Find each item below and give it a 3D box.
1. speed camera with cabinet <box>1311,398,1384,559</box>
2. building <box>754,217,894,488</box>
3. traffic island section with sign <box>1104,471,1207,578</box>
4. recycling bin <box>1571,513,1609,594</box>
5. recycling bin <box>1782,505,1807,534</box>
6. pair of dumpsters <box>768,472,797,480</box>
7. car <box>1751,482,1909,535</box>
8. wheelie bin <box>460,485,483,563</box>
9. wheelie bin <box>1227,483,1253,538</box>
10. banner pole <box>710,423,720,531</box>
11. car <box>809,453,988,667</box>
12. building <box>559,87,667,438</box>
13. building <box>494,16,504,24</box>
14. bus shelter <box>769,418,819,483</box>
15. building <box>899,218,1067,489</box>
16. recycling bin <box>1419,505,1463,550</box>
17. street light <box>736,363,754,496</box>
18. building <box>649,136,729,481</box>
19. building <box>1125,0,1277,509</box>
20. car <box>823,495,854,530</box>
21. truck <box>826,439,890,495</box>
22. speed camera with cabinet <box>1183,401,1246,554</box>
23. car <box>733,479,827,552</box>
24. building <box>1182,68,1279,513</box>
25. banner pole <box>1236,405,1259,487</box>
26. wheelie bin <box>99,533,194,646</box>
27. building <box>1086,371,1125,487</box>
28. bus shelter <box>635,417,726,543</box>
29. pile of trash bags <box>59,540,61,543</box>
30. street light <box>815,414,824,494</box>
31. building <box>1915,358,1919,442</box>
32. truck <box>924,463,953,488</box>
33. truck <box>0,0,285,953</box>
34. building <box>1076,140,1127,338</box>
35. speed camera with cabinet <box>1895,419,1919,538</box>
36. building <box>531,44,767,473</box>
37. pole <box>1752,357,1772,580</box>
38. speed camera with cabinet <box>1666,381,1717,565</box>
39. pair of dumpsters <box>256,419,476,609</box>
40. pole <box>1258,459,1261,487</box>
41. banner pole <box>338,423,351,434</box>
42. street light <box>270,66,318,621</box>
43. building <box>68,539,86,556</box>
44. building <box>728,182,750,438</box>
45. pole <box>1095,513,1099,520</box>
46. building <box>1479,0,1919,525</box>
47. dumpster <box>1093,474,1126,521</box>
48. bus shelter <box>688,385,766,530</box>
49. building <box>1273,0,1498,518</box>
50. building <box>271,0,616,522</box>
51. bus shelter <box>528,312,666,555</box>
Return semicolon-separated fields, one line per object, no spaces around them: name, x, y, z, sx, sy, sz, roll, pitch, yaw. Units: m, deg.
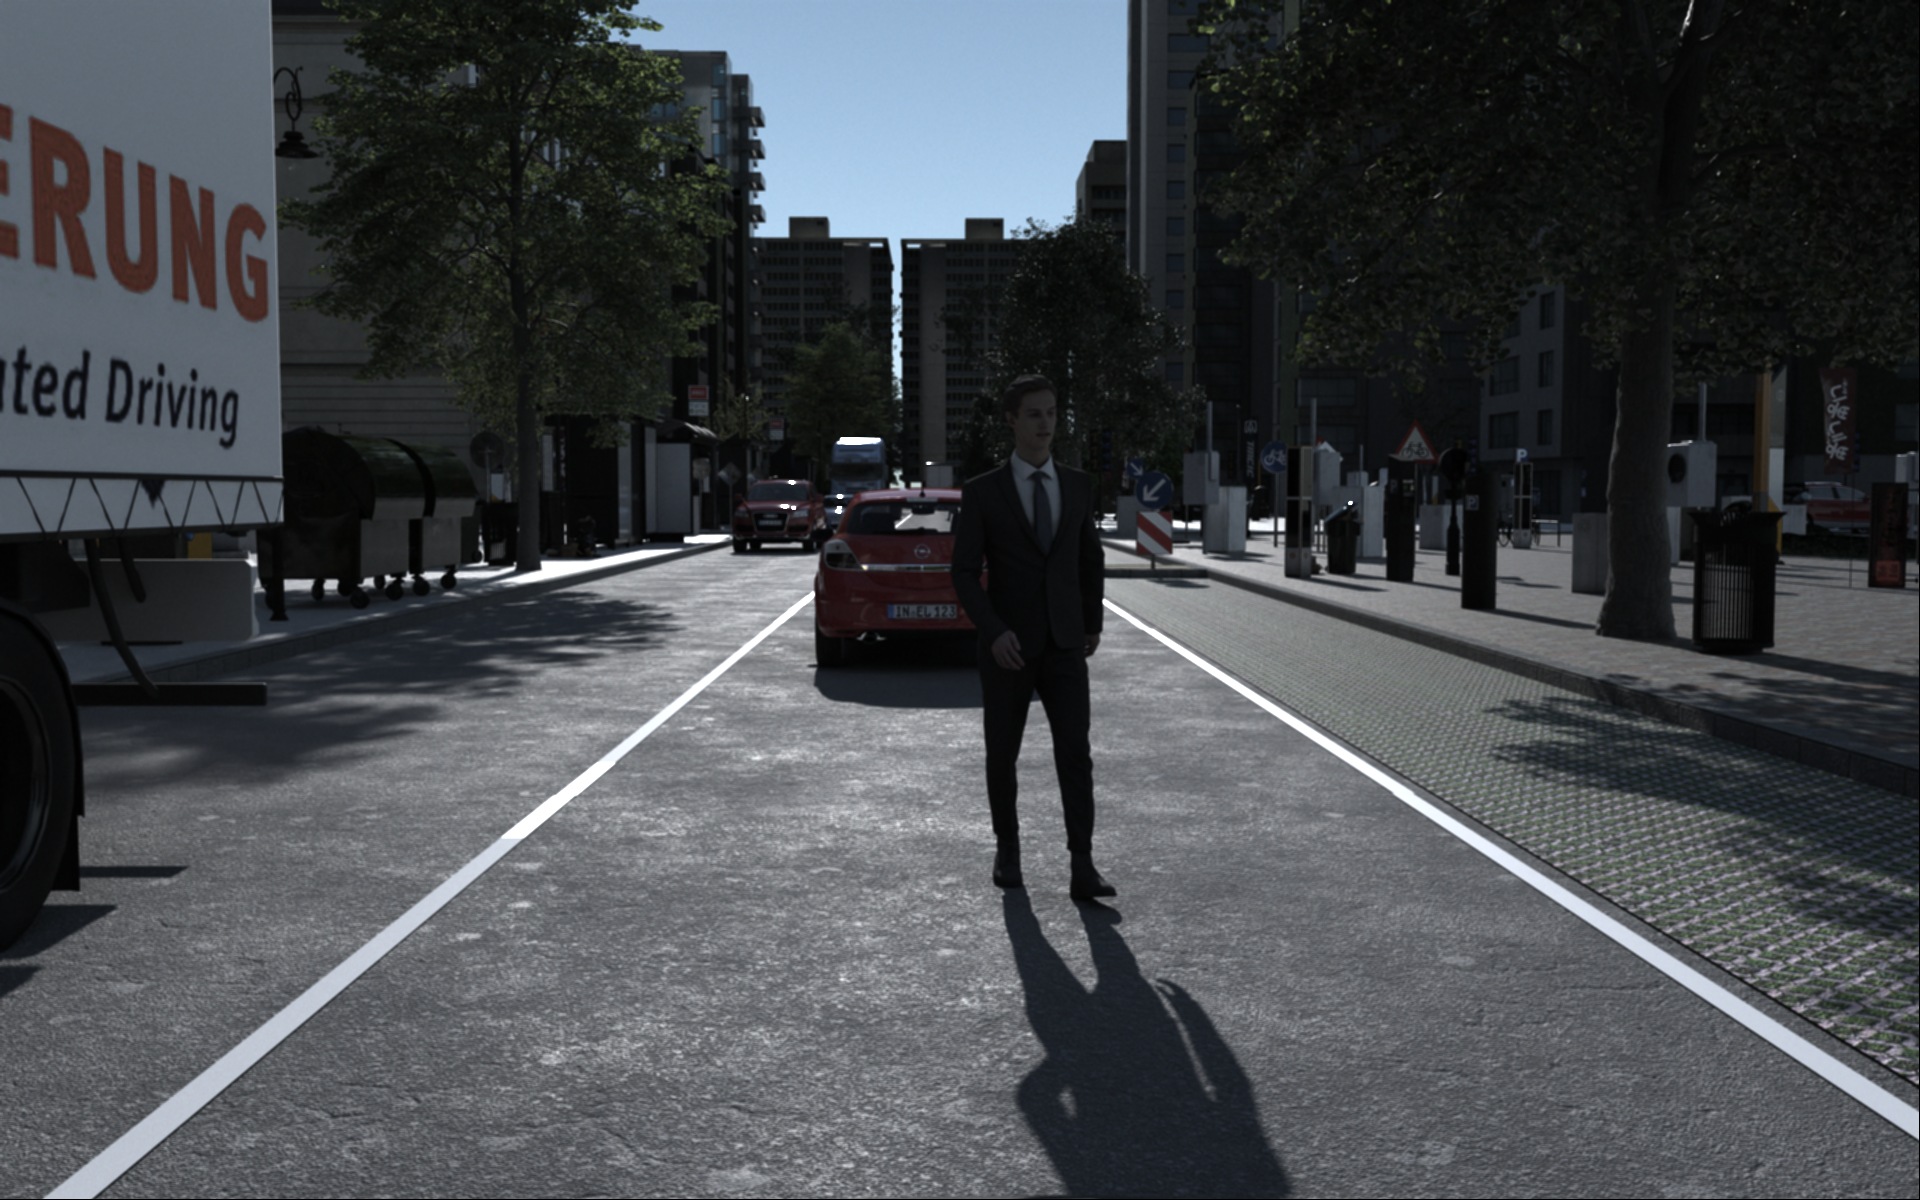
speed camera with cabinet;7.774;-2.506;35.304;0.660;3.252;2.038;-2;4;-27
building;-21.422;-33.867;245.610;23.993;40.220;32.217;0;4;-1
traffic island section with sign;3.189;-1.324;30.283;1.989;1.847;2.006;0;4;-1
recycling bin;8.443;-0.609;22.516;0.722;1.027;0.722;3;5;44
recycling bin;19.398;-1.728;40.809;0.722;1.027;0.722;-1;4;-13
pair of dumpsters;-7.820;-4.517;76.340;1.574;2.255;4.437;0;4;-1
car;28.896;-2.993;57.611;5.304;1.827;2.281;0;4;-2
wheelie bin;-9.321;-1.489;32.255;0.980;1.594;0.693;2;4;28
wheelie bin;8.134;-2.641;51.095;0.980;1.594;0.693;-1;4;-22
banner pole;-8.541;-4.322;60.685;0.401;3.779;0.863;-1;4;-23
car;-0.337;-0.416;15.842;2.155;1.783;4.494;0;4;-1
building;-26.374;-17.904;110.747;12.078;24.808;19.932;0;4;-1
building;-73.295;-48.941;238.434;20.611;71.187;20.563;0;4;-1
bus shelter;-9.071;-7.161;94.714;2.179;5.291;8.768;0;4;-1
building;3.410;-33.943;246.846;23.993;40.220;32.217;0;4;-1
recycling bin;11.138;-1.685;40.111;0.722;1.027;0.722;-2;4;-35
street light;-7.549;-5.397;61.031;0.468;5.910;1.993;0;4;-1
building;-27.300;-22.686;142.624;14.160;30.474;14.107;0;4;-1
building;25.730;-37.658;157.702;21.231;58.520;28.212;0;4;-1
car;-4.264;-3.058;61.996;2.014;1.417;4.499;0;4;-2
truck;-4.714;-6.133;90.031;2.967;4.110;18.799;0;4;1
speed camera with cabinet;5.555;-2.652;37.695;0.660;3.252;2.038;2;4;34
car;-4.569;-2.182;44.353;2.281;1.827;5.304;0;3;0
building;22.500;-21.390;121.423;14.160;30.474;14.107;0;4;-1
banner pole;8.057;-3.602;48.906;0.863;3.779;0.401;3;4;37
wheelie bin;-7.027;-0.425;14.863;0.980;1.594;0.693;-1;4;-14
building;28.113;-20.938;187.368;27.650;21.520;28.899;0;4;-1
bus shelter;-7.879;-3.327;48.328;2.014;3.302;5.546;0;4;-1
pile of trash bags;-11.773;-0.693;21.078;1.912;1.369;3.447;0;4;-6
street light;-8.116;-7.796;100.246;0.468;5.910;1.993;0;4;-1
building;60.933;-30.410;86.437;27.495;52.752;28.713;0;4;-1
truck;-1.991;-10.621;162.574;2.839;4.237;11.283;0;4;-1
truck;-4.076;-0.796;1.936;2.839;4.237;11.283;0;4;-1
building;26.864;-37.707;240.211;21.600;48.544;21.300;0;4;-1
speed camera with cabinet;21.928;-2.696;38.413;2.038;3.252;0.660;0;4;5
building;-36.740;-34.756;187.874;30.456;49.044;23.786;0;4;-1
pole;11.940;-1.955;25.811;0.158;3.312;0.155;0;3;0
speed camera with cabinet;12.681;-2.241;30.971;0.660;3.252;2.038;-1;4;-8
pair of dumpsters;-7.260;-1.146;21.228;1.574;2.255;4.437;0;4;-1
pole;17.278;-6.489;99.944;0.158;3.312;0.155;0;3;0
banner pole;-21.628;-4.336;60.910;0.401;3.779;0.863;1;4;14
street light;-6.909;-2.728;17.397;0.468;5.910;1.993;0;4;-1
building;-26.813;-11.095;36.154;16.860;20.320;10.420;0;4;-1
building;-26.860;-23.548;156.713;14.160;30.474;14.107;0;4;-1
pole;6.731;-5.584;85.134;0.158;3.312;0.155;0;3;0
building;32.268;-18.667;76.910;14.107;30.474;14.160;0;4;-1
dumpster;7.155;-4.959;83.578;1.502;2.255;1.985;0;4;-1
bus shelter;-8.948;-5.436;66.514;2.179;5.291;8.768;0;4;-1
building;25.125;-25.412;99.073;14.154;41.232;14.086;0;4;-1
building;-27.623;-15.439;85.717;16.112;22.955;30.059;0;4;-1
bus shelter;-8.711;-3.870;40.914;2.179;5.291;8.768;0;4;-1
